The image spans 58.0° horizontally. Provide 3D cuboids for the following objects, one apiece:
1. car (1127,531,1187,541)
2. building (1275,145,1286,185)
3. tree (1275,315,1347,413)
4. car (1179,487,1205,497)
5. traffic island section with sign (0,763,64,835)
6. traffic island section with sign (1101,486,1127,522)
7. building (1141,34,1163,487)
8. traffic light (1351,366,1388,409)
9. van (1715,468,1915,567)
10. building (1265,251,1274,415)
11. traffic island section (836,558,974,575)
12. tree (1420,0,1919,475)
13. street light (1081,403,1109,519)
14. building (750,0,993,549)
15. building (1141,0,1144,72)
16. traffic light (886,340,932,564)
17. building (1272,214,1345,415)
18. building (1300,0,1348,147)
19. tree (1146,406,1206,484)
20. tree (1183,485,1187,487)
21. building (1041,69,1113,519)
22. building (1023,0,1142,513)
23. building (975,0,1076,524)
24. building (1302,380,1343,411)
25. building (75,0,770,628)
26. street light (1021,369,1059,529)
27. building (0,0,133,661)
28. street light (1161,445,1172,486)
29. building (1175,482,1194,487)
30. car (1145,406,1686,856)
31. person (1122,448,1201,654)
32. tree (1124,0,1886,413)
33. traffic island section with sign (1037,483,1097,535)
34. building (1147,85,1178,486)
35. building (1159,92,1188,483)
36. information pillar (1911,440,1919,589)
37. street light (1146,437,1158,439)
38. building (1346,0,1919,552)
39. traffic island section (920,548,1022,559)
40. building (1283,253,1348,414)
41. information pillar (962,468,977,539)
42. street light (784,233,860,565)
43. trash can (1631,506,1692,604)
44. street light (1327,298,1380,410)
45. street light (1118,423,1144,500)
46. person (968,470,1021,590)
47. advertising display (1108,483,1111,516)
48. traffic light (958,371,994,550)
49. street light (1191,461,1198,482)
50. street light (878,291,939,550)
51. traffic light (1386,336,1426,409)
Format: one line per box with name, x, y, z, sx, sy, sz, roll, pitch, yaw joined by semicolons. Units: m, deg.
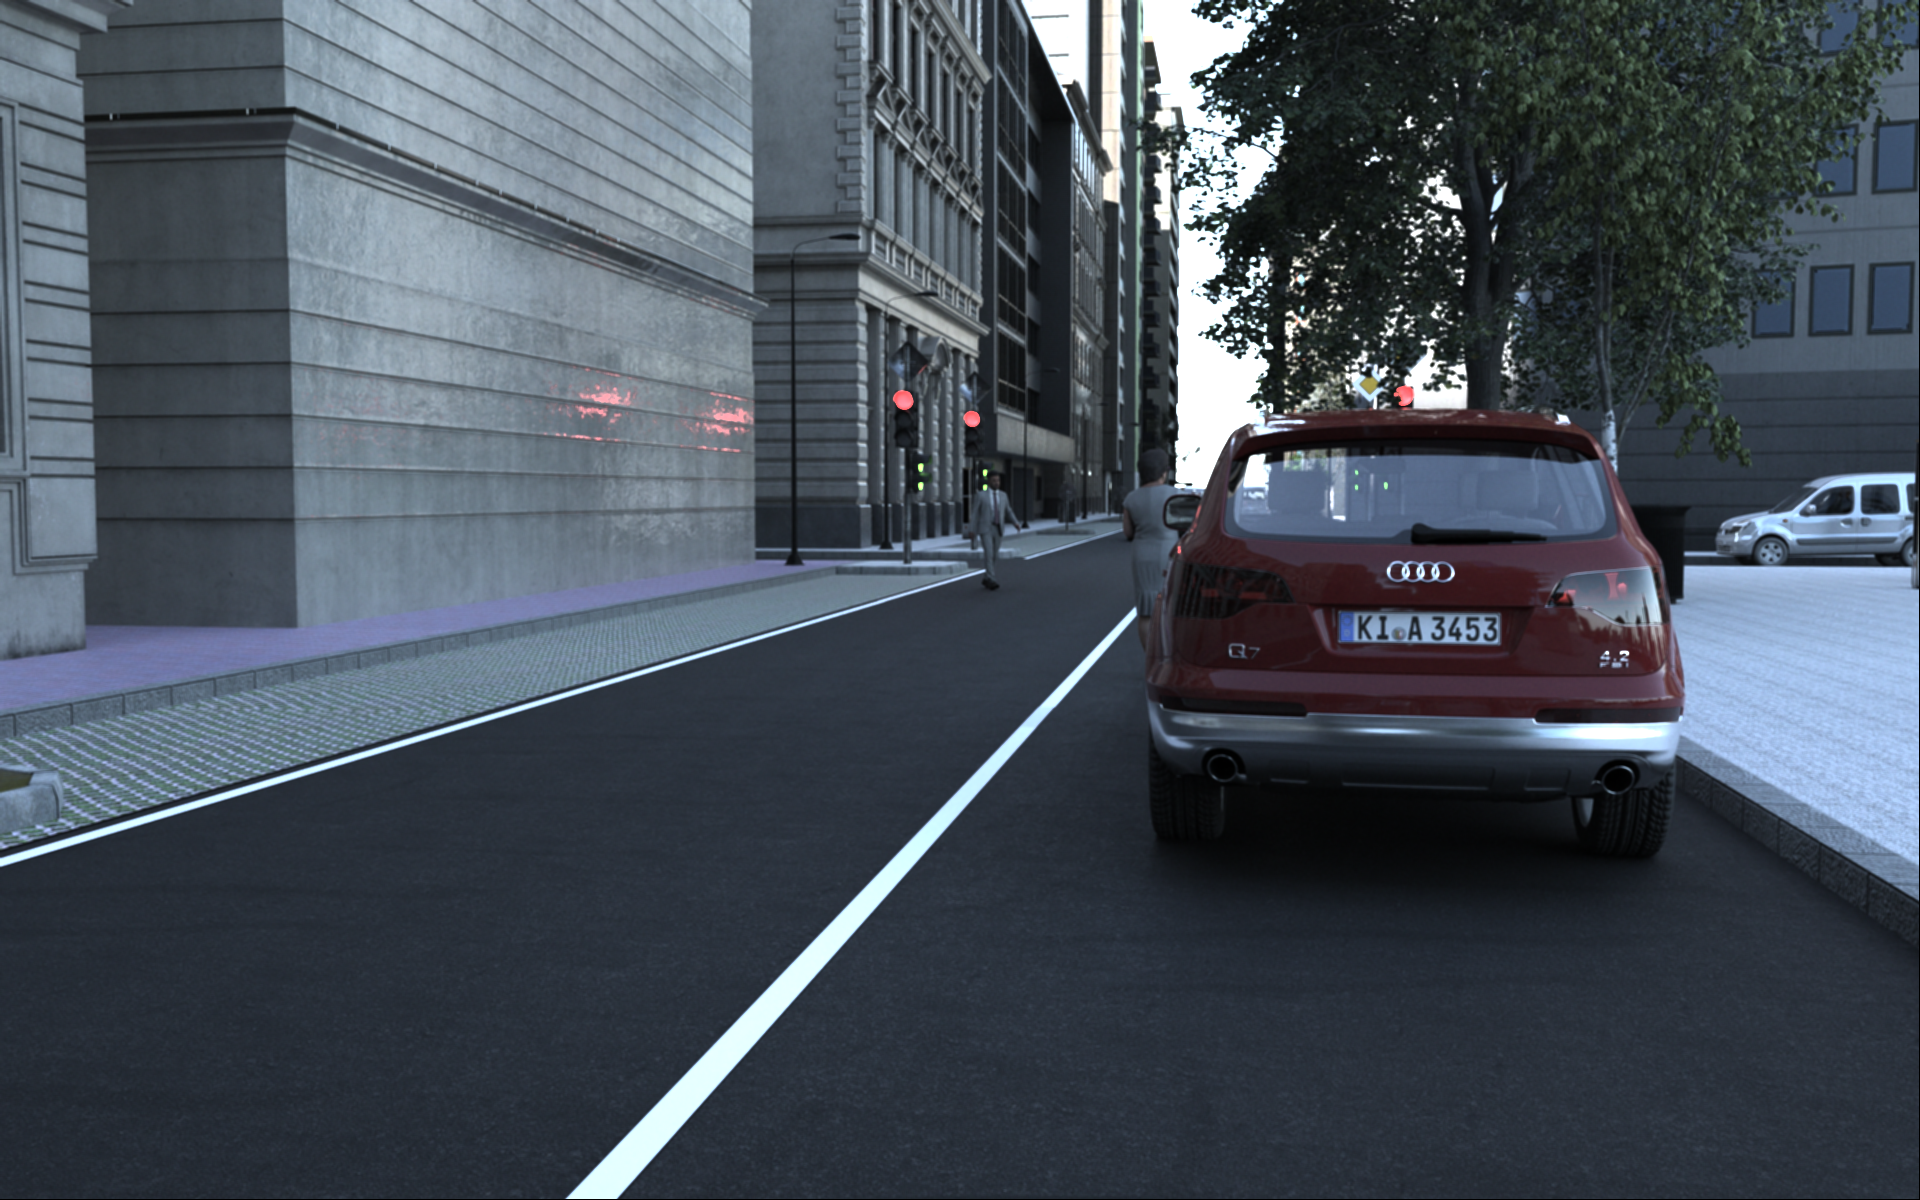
car;6.270;-2.617;54.582;2.131;1.459;4.920;1;4;9
building;52.065;-36.910;227.178;21.300;48.544;21.600;1;4;9
tree;14.892;-7.291;69.570;4.360;8.622;3.978;0;3;0
car;11.779;-4.872;88.326;2.281;1.827;5.304;1;4;9
traffic island section with sign;-5.004;0.084;7.247;1.989;1.847;2.006;1;4;9
traffic island section with sign;8.228;-4.856;88.028;1.989;1.847;2.006;1;4;9
building;7.773;-31.227;165.189;22.147;44.769;28.867;1;4;9
traffic light;8.992;-3.013;38.188;0.839;4.253;0.868;1;4;9
van;16.984;-1.637;33.769;4.112;2.044;2.013;1;4;10
building;55.705;-36.550;252.220;22.147;44.769;28.867;1;4;9
traffic island section;-0.986;-0.585;31.844;2.009;0.180;2.903;1;4;9
tree;6.123;-3.986;15.526;4.737;8.622;4.395;0;3;0
street light;6.904;-7.091;88.481;1.470;5.913;1.316;1;4;9
building;-5.560;-13.508;49.739;11.050;23.489;19.941;1;4;9
building;3.512;-31.584;140.102;21.300;48.544;21.600;1;4;9
traffic light;-0.948;-2.617;31.703;0.839;4.253;0.868;1;4;9
building;35.825;-23.691;159.046;14.160;30.474;14.107;1;4;9
building;42.461;-45.017;174.277;20.563;71.187;20.611;1;4;9
tree;21.782;-15.174;182.503;8.767;10.594;7.601;1;4;13
tree;35.639;-16.975;272.139;1.663;3.219;1.824;0;3;0
building;1.844;-18.638;102.000;12.463;27.353;25.104;1;4;9
building;5.247;-26.792;121.641;14.154;41.232;14.086;1;4;9
building;-3.479;-15.657;75.055;14.314;24.678;30.058;1;4;9
building;29.964;-47.508;89.423;22.319;86.520;31.000;1;4;9
building;-26.217;-15.319;26.875;44.131;29.872;17.030;1;4;9
street light;2.965;-5.616;64.364;1.470;5.913;1.316;1;4;9
building;-13.670;-10.315;4.809;11.583;22.565;21.152;1;4;9
street light;19.303;-11.731;164.340;1.470;5.913;1.316;1;4;9
building;18.809;-34.726;259.647;32.217;40.220;23.993;1;4;9
car;2.091;0.009;8.532;2.281;1.827;5.304;1;4;11
person;1.626;-0.274;13.342;0.716;1.782;0.532;1;4;21
tree;7.091;-7.110;22.896;9.857;13.997;8.962;0;3;0
traffic island section with sign;3.805;-3.207;61.063;1.989;1.847;2.006;1;4;9
building;14.985;-35.784;208.769;21.300;48.544;21.600;1;4;9
building;15.787;-39.418;233.721;28.713;52.752;27.495;1;4;9
information pillar;13.079;-1.156;23.390;0.304;2.012;0.304;1;4;17
street light;15.322;-10.272;140.480;1.470;5.913;1.316;1;4;9
building;25.315;-30.770;45.081;28.212;58.520;21.231;1;4;9
traffic island section;0.305;-1.067;39.724;2.009;0.180;2.903;1;4;9
building;39.939;-17.851;136.900;27.650;21.520;28.899;1;4;9
information pillar;0.272;-2.732;49.156;0.304;2.012;0.304;-3;5;-45
street light;-2.459;-3.577;31.021;1.470;5.913;1.316;1;4;9
trash can;8.175;-0.531;20.330;0.748;1.137;0.748;0;3;0
street light;9.158;-4.144;40.288;1.470;5.913;1.316;1;4;9
street light;11.337;-8.751;115.616;1.470;5.913;1.316;1;4;9
person;0.485;-1.059;26.086;0.678;1.792;0.850;-2;4;-24
advertising display;8.662;-5.815;100.289;0.123;1.923;0.974;0;4;8
traffic light;0.343;-3.099;39.583;0.839;4.253;0.868;1;4;9
street light;32.550;-16.685;245.338;1.470;5.913;1.316;1;4;9
street light;-1.173;-4.115;39.823;1.470;5.913;1.316;1;4;9
traffic light;7.701;-2.531;30.307;0.839;4.253;0.868;1;4;9
